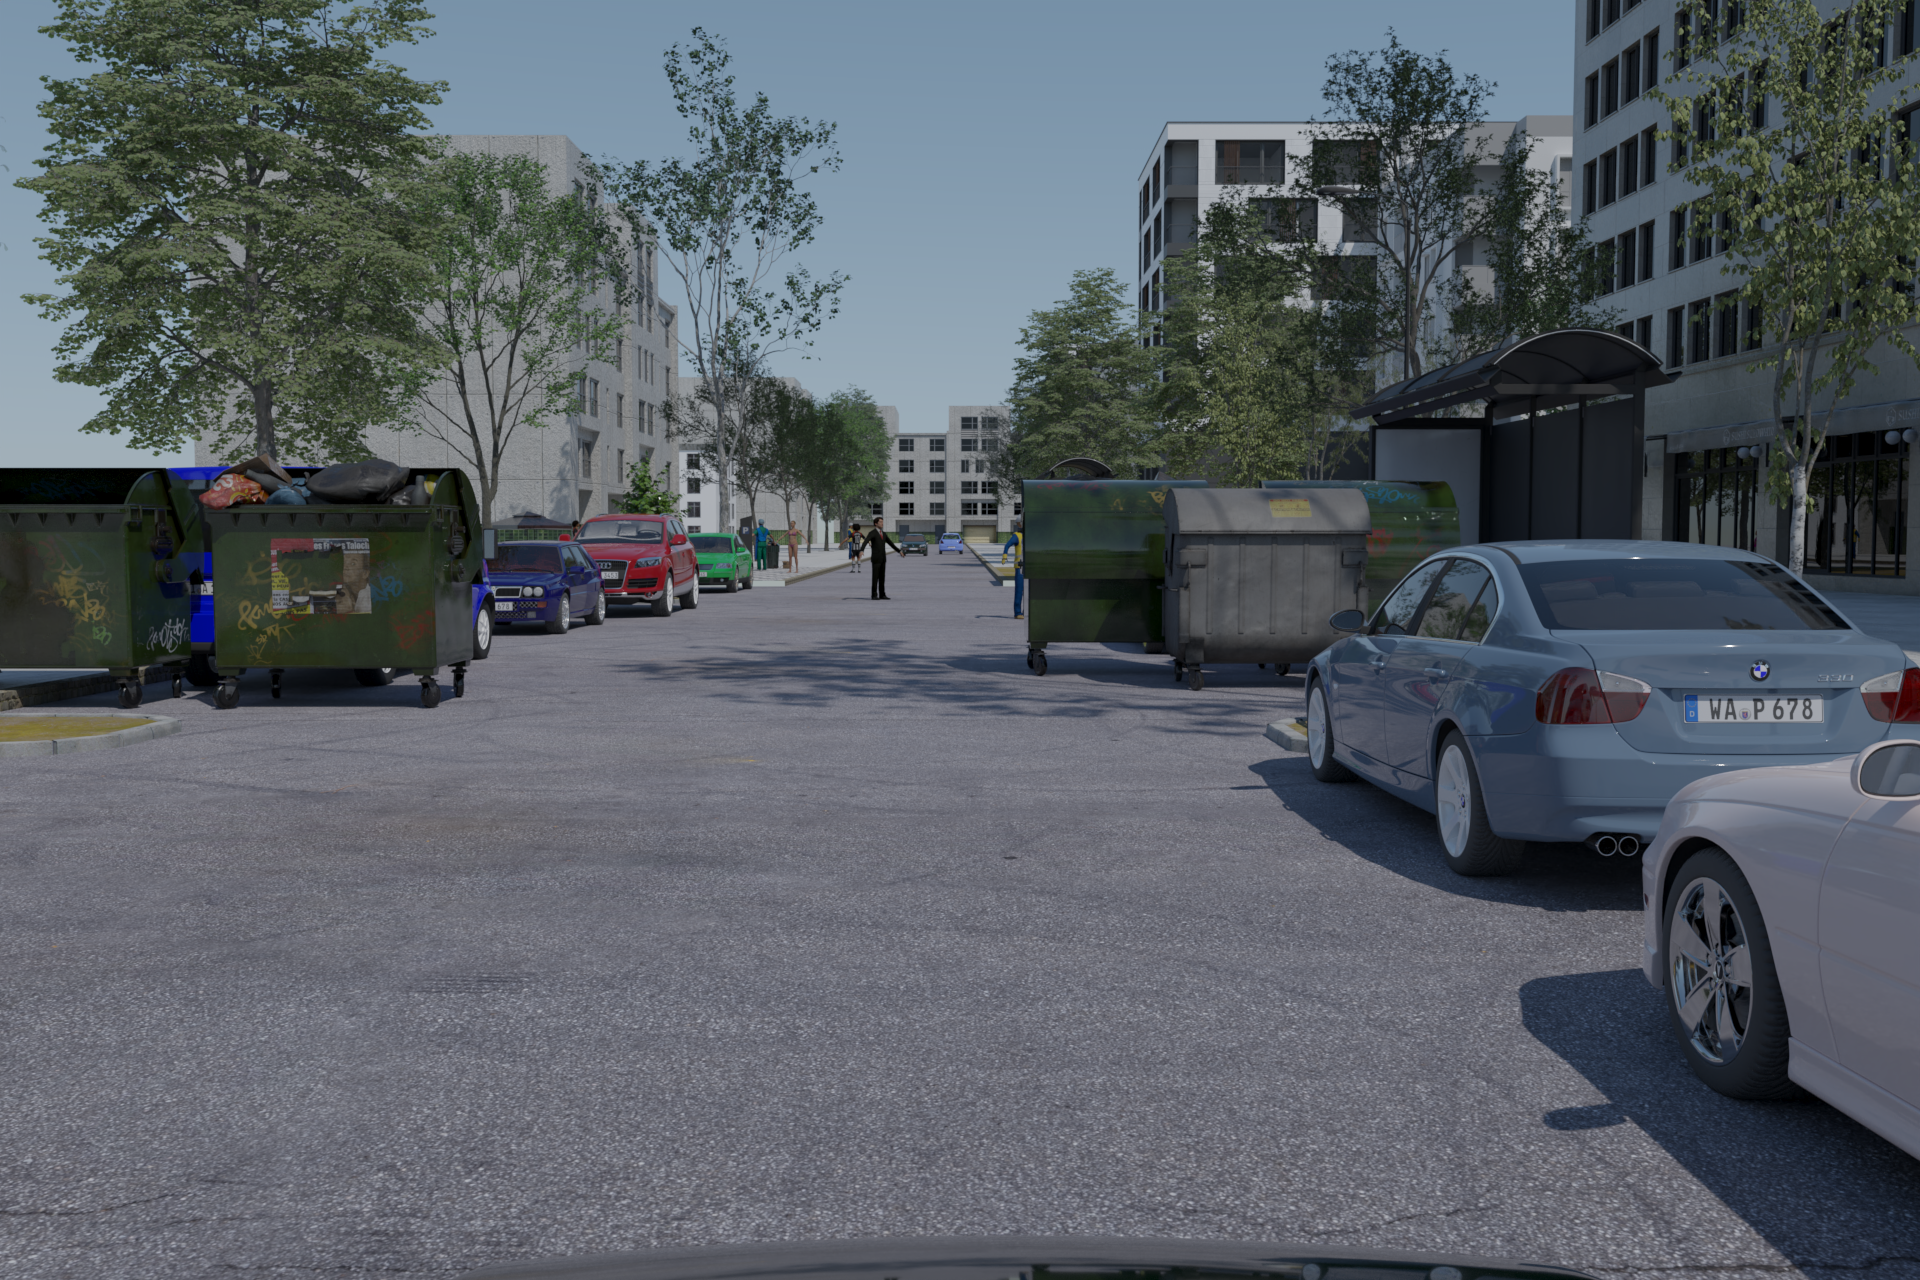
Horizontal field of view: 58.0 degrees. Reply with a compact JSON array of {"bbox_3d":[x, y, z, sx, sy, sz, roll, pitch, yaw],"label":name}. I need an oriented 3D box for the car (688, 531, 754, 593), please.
[{"bbox_3d":[-6.285,-2.125,43.536,1.959,1.807,4.718,0,4,0],"label":"car"}]

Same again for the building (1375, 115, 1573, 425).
[{"bbox_3d":[25.274,-13.847,82.822,16.016,20.090,11.380,0,4,-1],"label":"building"}]

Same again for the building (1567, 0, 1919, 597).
[{"bbox_3d":[29.060,-14.331,36.479,24.374,26.755,37.873,0,4,0],"label":"building"}]

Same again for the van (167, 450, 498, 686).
[{"bbox_3d":[-6.353,-0.834,18.027,2.240,2.365,5.245,0,3,0],"label":"van"}]

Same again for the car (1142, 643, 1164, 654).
[{"bbox_3d":[3.007,-0.763,22.058,1.945,1.707,3.694,0,4,-1],"label":"car"}]

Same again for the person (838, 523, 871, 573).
[{"bbox_3d":[-3.858,-3.393,64.078,1.345,1.843,0.704,-2,4,-27],"label":"person"}]

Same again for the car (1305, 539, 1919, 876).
[{"bbox_3d":[2.932,0.212,8.545,2.014,1.417,4.499,0,4,0],"label":"car"}]

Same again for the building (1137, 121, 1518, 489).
[{"bbox_3d":[24.182,-15.808,102.429,27.936,21.610,32.646,0,3,0],"label":"building"}]

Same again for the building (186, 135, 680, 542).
[{"bbox_3d":[-25.899,-13.843,92.791,16.747,18.905,31.486,0,4,0],"label":"building"}]

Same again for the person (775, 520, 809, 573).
[{"bbox_3d":[-5.544,-3.082,57.189,1.217,1.733,0.721,1,4,20],"label":"person"}]

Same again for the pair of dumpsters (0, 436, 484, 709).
[{"bbox_3d":[-6.395,-0.589,14.580,4.436,2.255,1.574,0,4,0],"label":"pair of dumpsters"}]

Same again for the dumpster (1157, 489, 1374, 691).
[{"bbox_3d":[2.843,-0.495,16.310,1.865,1.857,1.264,0,4,-1],"label":"dumpster"}]

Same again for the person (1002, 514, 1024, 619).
[{"bbox_3d":[1.125,-1.240,29.202,1.216,1.772,0.721,-3,5,-44],"label":"person"}]

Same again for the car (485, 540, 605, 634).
[{"bbox_3d":[-6.497,-0.821,26.003,1.945,1.354,3.894,0,3,0],"label":"car"}]

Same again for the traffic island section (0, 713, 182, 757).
[{"bbox_3d":[-6.625,0.662,12.050,1.991,0.108,1.994,0,4,0],"label":"traffic island section"}]

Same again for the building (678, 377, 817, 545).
[{"bbox_3d":[-27.041,-21.077,211.067,16.747,18.905,31.486,0,4,0],"label":"building"}]

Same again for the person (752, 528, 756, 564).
[{"bbox_3d":[-8.419,-3.833,68.937,0.705,1.796,1.348,3,5,42],"label":"person"}]

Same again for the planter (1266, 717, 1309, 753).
[{"bbox_3d":[3.167,0.565,11.902,1.991,0.319,1.994,0,4,0],"label":"planter"}]

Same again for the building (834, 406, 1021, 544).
[{"bbox_3d":[-1.557,-23.001,244.982,31.486,18.905,16.747,0,4,0],"label":"building"}]

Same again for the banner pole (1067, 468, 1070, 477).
[{"bbox_3d":[3.755,-4.270,59.830,0.401,3.779,0.863,0,4,-2],"label":"banner pole"}]

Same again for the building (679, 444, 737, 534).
[{"bbox_3d":[-26.982,-14.219,174.626,9.099,9.664,28.070,0,4,0],"label":"building"}]

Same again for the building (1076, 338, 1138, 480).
[{"bbox_3d":[21.353,-20.853,171.873,19.493,23.208,18.063,0,4,-1],"label":"building"}]

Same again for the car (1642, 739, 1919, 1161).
[{"bbox_3d":[2.858,0.573,2.994,2.083,1.381,4.827,0,4,-1],"label":"car"}]

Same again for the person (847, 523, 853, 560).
[{"bbox_3d":[-5.427,-4.939,86.717,0.705,1.833,1.349,0,4,6],"label":"person"}]

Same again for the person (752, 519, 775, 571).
[{"bbox_3d":[-6.969,-3.329,60.561,1.347,1.817,0.704,-3,5,-42],"label":"person"}]

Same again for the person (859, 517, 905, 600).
[{"bbox_3d":[-1.746,-1.774,37.642,0.705,1.806,1.347,3,5,42],"label":"person"}]

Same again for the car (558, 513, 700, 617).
[{"bbox_3d":[-6.040,-1.406,31.658,2.281,1.827,5.304,0,4,-1],"label":"car"}]

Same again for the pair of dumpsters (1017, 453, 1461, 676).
[{"bbox_3d":[2.811,-0.796,17.967,4.436,2.255,1.574,0,3,0],"label":"pair of dumpsters"}]

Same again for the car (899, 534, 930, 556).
[{"bbox_3d":[-2.975,-6.305,112.876,2.009,1.686,4.222,0,4,0],"label":"car"}]

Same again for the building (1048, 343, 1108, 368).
[{"bbox_3d":[23.832,-21.865,201.459,27.936,21.610,32.646,0,4,0],"label":"building"}]

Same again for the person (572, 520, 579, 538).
[{"bbox_3d":[-14.977,-3.767,67.737,0.704,1.843,1.345,-1,4,-18],"label":"person"}]
